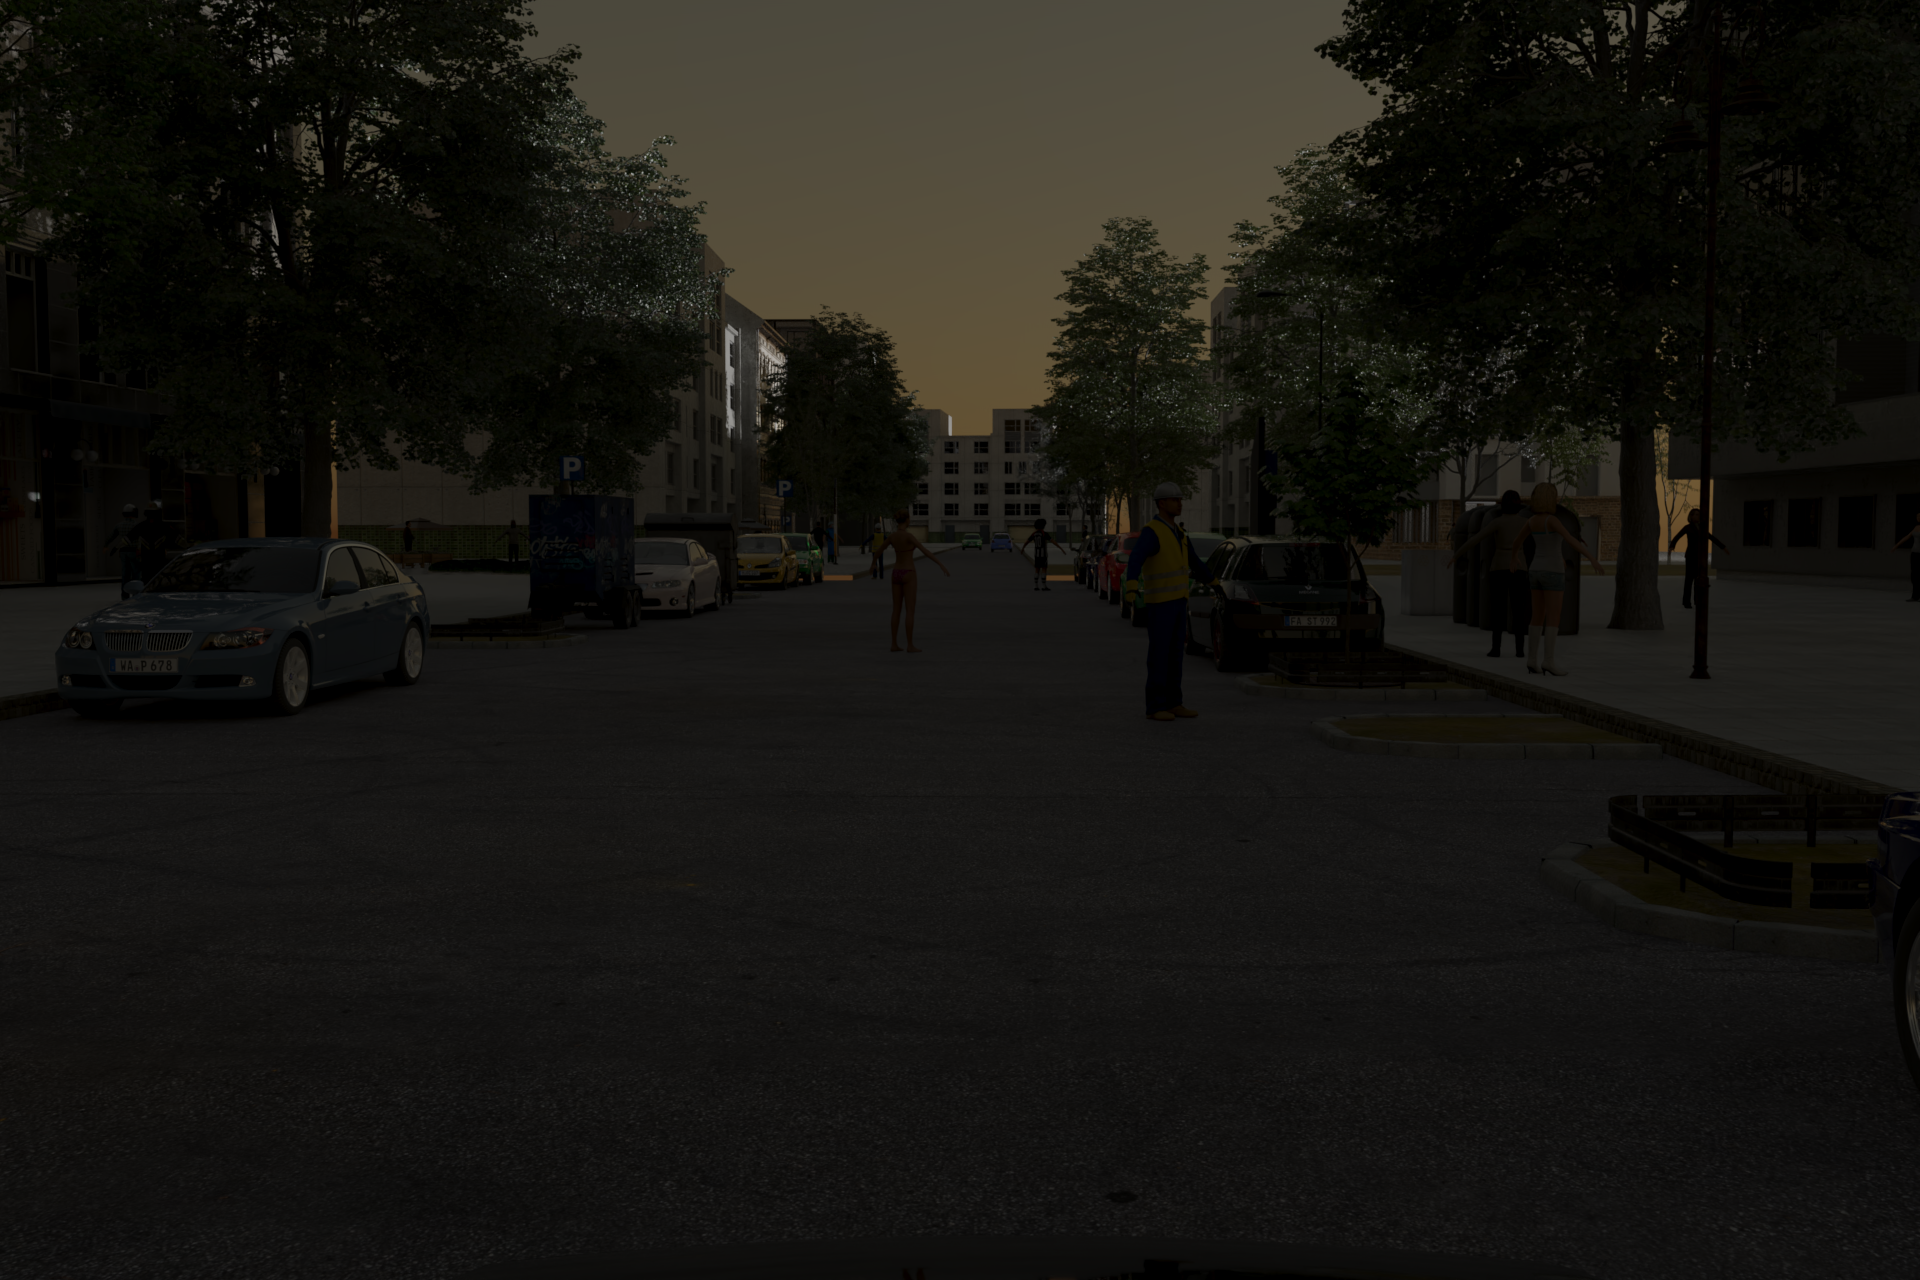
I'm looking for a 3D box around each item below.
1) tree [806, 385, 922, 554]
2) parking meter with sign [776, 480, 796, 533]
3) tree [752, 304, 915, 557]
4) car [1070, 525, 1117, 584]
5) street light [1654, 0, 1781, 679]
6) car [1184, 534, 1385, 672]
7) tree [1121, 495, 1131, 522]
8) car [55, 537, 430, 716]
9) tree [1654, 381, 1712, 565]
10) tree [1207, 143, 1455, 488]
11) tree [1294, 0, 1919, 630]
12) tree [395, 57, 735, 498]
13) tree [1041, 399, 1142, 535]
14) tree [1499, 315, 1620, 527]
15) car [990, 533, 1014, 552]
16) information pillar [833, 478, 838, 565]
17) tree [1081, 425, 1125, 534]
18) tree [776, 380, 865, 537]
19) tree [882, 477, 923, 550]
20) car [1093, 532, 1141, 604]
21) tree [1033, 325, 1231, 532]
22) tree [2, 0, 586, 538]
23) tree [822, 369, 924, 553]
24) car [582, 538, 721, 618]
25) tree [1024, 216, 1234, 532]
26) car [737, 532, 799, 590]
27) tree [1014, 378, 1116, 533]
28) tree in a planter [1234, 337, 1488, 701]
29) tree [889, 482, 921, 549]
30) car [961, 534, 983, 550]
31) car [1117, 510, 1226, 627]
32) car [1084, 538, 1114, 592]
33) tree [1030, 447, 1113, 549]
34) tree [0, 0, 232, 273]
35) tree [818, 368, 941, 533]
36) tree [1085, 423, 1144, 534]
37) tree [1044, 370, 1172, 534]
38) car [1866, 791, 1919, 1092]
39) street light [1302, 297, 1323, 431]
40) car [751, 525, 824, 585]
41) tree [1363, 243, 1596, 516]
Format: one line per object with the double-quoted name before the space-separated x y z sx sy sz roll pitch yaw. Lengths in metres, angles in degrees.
"tree" -6.230 -10.678 108.995 8.767 10.594 7.601 1 4 12
"parking meter with sign" -5.604 -3.689 56.584 0.543 3.016 1.738 0 4 2
"tree" -7.089 -11.698 97.912 9.857 13.997 8.962 0 3 0
"car" 4.257 -2.509 50.812 2.009 1.686 4.222 0 4 1
"street light" 6.575 -2.594 15.206 0.468 5.910 1.993 0 4 1
"car" 3.521 -0.587 19.384 2.009 1.686 4.222 0 4 0
"tree" 25.439 -18.197 247.880 4.360 8.622 3.978 0 3 0
"car" -6.068 -0.194 15.179 2.014 1.417 4.499 0 4 1
"tree" 29.590 -7.450 72.163 4.360 8.622 3.978 0 3 0
"tree" 10.995 -8.133 51.104 7.486 12.596 7.792 0 3 0
"tree" 9.071 -7.111 22.918 9.857 13.997 8.962 0 3 0
"tree" -10.839 -8.589 47.089 9.857 13.997 8.962 0 3 0
"tree" 9.326 -11.927 120.762 9.928 11.665 9.643 0 3 0
"tree" 20.066 -6.573 57.830 4.737 8.622 4.395 0 3 0
"car" 3.286 -7.754 136.366 1.945 1.707 3.694 0 4 2
"information pillar" -5.228 -4.976 72.707 0.183 3.616 0.504 0 4 1
"tree" 8.701 -9.806 110.693 4.360 8.622 3.978 0 3 0
"tree" -7.239 -8.125 83.198 4.360 8.622 3.978 0 3 0
"tree" -6.473 -12.795 143.603 7.601 10.594 8.767 2 4 30
"car" 3.925 -1.695 36.747 2.155 1.783 4.494 0 4 0
"tree" 7.525 -8.619 75.337 8.767 10.594 7.601 0 4 -5
"tree" -11.157 -7.530 29.772 9.857 13.997 8.962 0 3 0
"tree" -6.136 -12.254 118.482 7.486 12.596 7.792 0 3 0
"car" -5.467 -1.147 31.113 2.083 1.381 4.827 0 4 1
"tree" 6.120 -8.849 62.816 7.486 12.596 7.792 0 3 0
"car" -5.236 -2.148 45.339 2.015 1.641 3.980 0 4 1
"tree" 9.713 -13.796 135.926 12.009 13.543 11.850 0 3 0
"tree in a planter" 3.560 -1.136 15.802 1.991 3.239 1.994 0 4 1
"tree" -6.115 -12.404 153.168 4.360 8.622 3.978 0 3 0
"car" 1.078 -8.892 154.181 1.959 1.807 4.718 0 4 1
"car" 3.576 -1.181 28.102 1.959 1.807 4.718 0 4 1
"car" 4.152 -1.917 43.922 1.945 1.354 3.894 0 3 0
"tree" 9.969 -13.365 152.938 8.767 10.594 7.601 2 4 30
"tree" -12.438 -5.730 19.439 9.928 11.665 9.643 0 3 0
"tree" -6.214 -13.763 131.681 9.857 13.997 8.962 0 3 0
"tree" 8.605 -9.391 103.902 4.360 8.622 3.978 0 3 0
"tree" 8.185 -9.593 91.258 8.767 10.594 7.601 1 4 21
"car" 3.175 0.592 2.904 1.945 1.354 3.894 0 4 2
"street light" 7.440 -3.709 33.188 1.470 5.913 1.316 0 4 1
"car" -4.966 -2.508 49.795 1.959 1.807 4.718 0 4 1
"tree" 20.214 -9.698 68.937 12.009 13.543 11.850 0 3 0
